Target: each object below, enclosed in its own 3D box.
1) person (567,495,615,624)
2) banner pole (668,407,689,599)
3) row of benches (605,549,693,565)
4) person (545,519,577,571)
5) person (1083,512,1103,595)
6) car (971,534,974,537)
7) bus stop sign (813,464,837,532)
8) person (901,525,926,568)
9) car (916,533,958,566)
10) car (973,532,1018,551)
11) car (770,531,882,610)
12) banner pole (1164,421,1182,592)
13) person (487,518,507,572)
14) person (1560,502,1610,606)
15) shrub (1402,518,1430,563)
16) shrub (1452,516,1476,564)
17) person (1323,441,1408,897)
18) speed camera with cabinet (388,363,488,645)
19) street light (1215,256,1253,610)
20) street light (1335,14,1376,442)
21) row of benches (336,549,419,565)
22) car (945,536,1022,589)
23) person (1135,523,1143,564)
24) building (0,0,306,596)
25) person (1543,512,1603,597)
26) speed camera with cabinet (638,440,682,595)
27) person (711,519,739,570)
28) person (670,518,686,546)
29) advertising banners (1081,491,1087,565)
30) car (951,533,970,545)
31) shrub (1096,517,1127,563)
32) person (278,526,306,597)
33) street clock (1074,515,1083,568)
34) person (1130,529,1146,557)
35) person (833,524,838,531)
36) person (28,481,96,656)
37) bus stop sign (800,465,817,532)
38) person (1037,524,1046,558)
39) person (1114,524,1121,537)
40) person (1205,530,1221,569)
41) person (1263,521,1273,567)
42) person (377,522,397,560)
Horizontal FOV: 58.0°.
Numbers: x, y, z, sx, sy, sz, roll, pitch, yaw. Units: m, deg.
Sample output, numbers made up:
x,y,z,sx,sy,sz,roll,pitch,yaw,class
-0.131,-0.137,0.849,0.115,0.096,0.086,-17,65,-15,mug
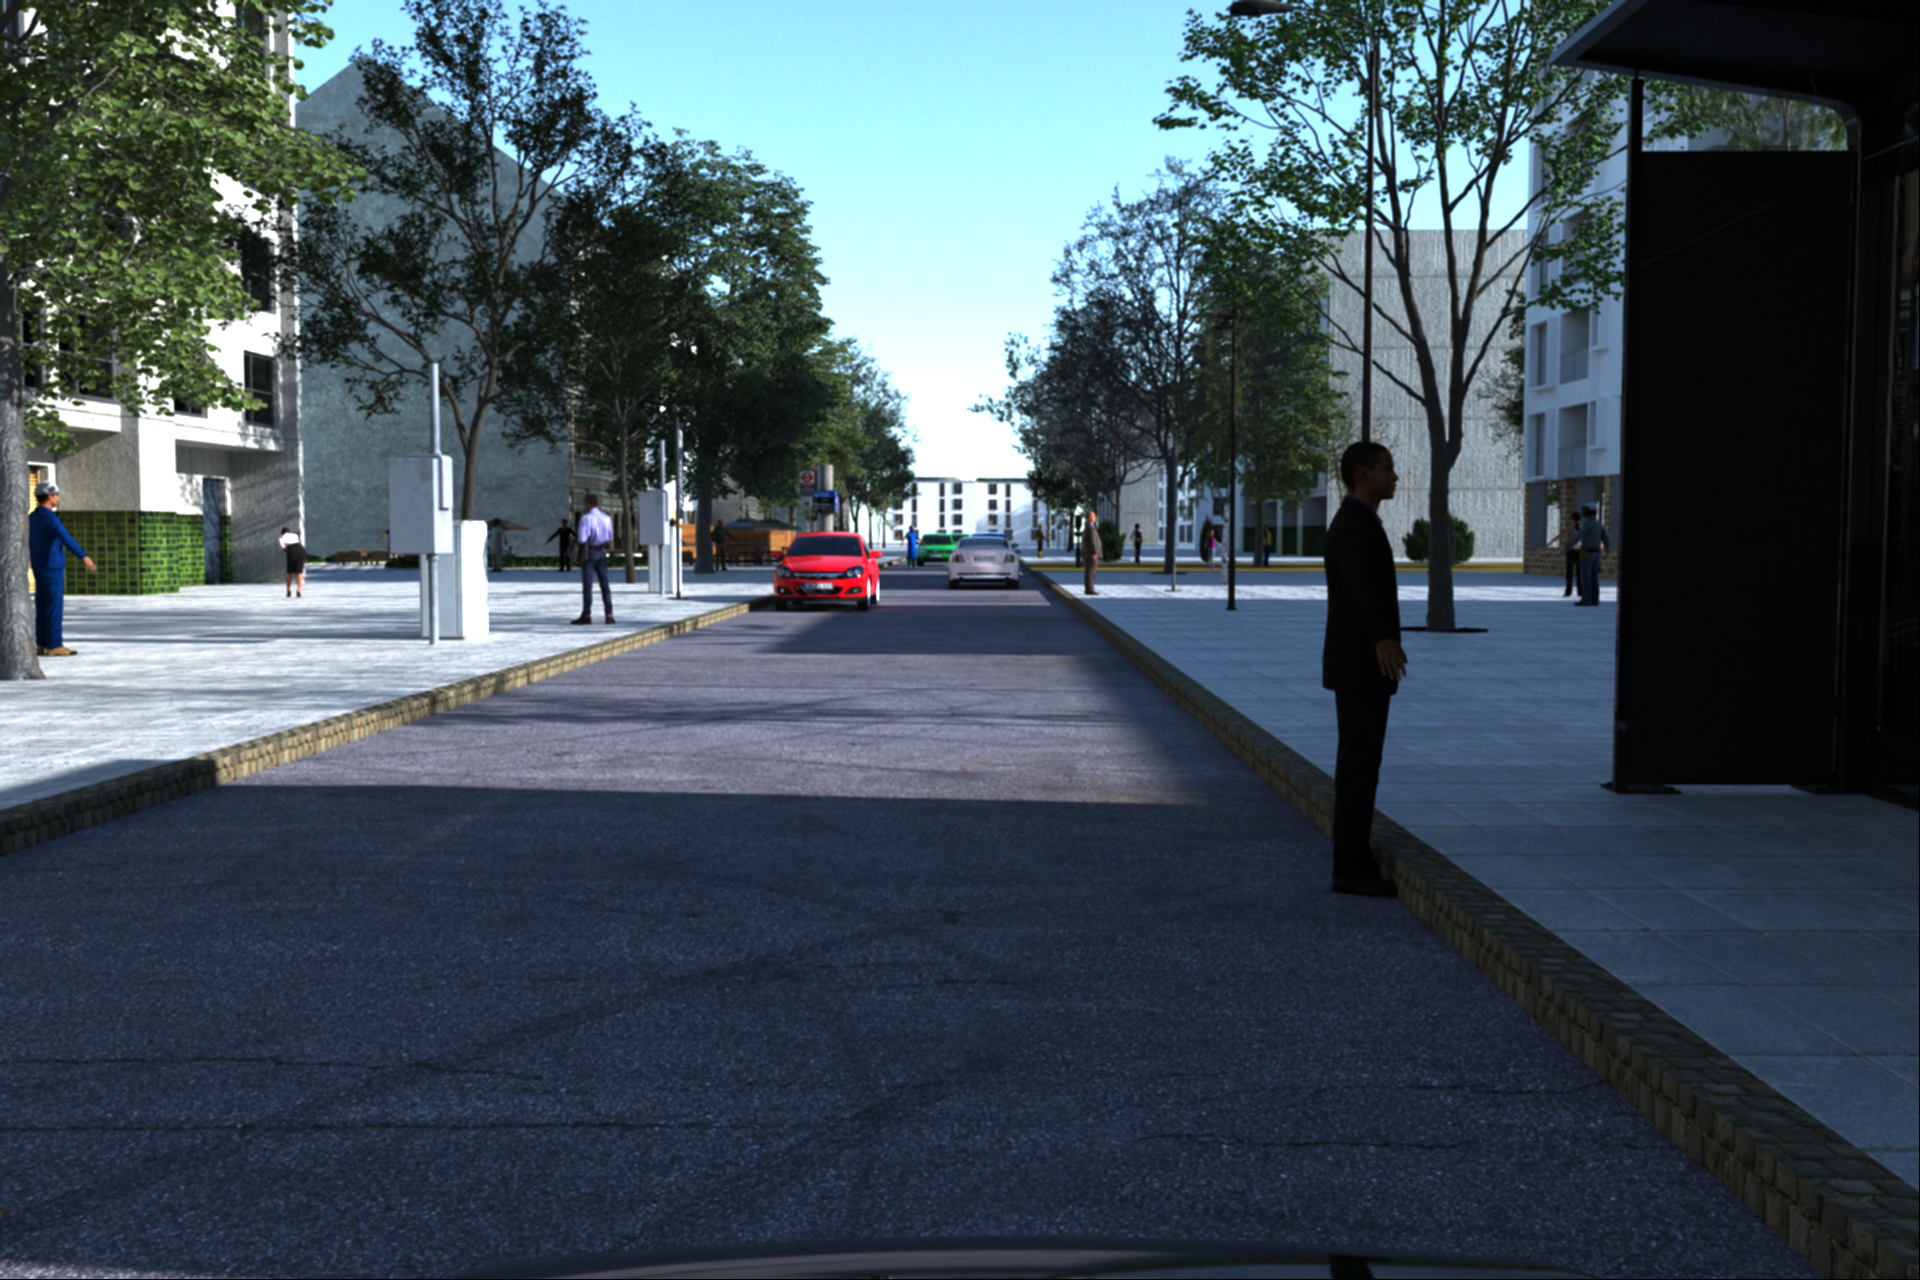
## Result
x,y,z,sx,sy,sz,roll,pitch,yaw,class
-5.273,-1.147,24.659,0.599,1.838,0.709,3,5,44,person
-5.560,-2.712,34.365,0.401,3.779,0.863,0,4,2,banner pole
-13.112,-3.423,71.436,4.104,0.672,1.422,0,4,-2,row of benches
-13.571,-3.254,59.388,1.347,1.806,0.705,1,4,15,person
2.813,-1.839,36.667,0.434,1.755,0.990,0,4,0,person
1.397,-6.667,120.802,2.131,1.459,4.920,0,4,1,car
-5.121,-4.695,65.777,0.837,3.901,0.837,0,4,2,bus stop sign
-2.045,-4.013,74.198,1.347,1.817,0.704,-3,5,-40,person
-1.036,-4.237,78.066,1.959,1.807,4.718,0,4,1,car
1.021,-3.028,59.092,1.945,1.707,3.694,0,4,1,car
-2.569,-1.517,33.838,2.155,1.783,4.494,0,4,1,car
4.761,-2.954,38.314,0.401,3.779,0.863,0,4,1,banner pole
-15.742,-3.220,58.736,1.344,1.819,0.704,3,4,38,person
11.255,-1.540,31.016,1.345,1.849,0.704,-2,4,-35,person
20.610,-4.486,77.396,1.661,2.075,1.752,0,3,0,shrub
21.133,-4.268,73.816,1.661,2.075,1.752,0,3,0,shrub
1.652,0.104,6.989,0.704,1.802,1.346,1,4,12,person
-6.275,-1.622,20.858,0.660,3.252,2.038,0,4,1,speed camera with cabinet
4.586,-3.443,29.088,0.468,5.910,1.993,0,4,1,street light
4.120,-2.608,15.175,1.470,5.913,1.316,0,4,1,street light
-23.701,-3.442,71.731,4.104,0.672,1.422,0,4,5,row of benches
0.624,-2.083,46.427,2.083,1.381,4.827,0,4,0,car
7.805,-4.186,75.162,0.721,1.740,1.216,1,4,14,person
-25.486,-9.938,28.944,16.747,18.905,31.486,0,3,0,building
12.617,-1.761,35.608,1.217,1.737,0.721,0,4,1,person
-6.445,-2.621,37.188,0.660,3.252,2.038,0,4,0,speed camera with cabinet
-8.470,-3.366,61.311,1.348,1.796,0.705,-2,4,-32,person
-8.711,-2.827,52.677,0.721,1.778,1.216,-3,5,-43,person
5.088,-4.590,71.232,0.090,3.025,2.074,0,4,-1,advertising banners
-0.101,-5.255,94.720,1.959,1.807,4.718,0,4,1,car
6.626,-4.490,77.834,1.690,2.028,1.600,0,3,0,shrub
-13.620,-1.595,35.302,0.799,1.438,0.628,1,4,19,person
4.465,-3.717,65.335,0.358,2.002,0.471,0,4,0,street clock
9.765,-5.457,95.409,0.705,1.806,1.347,-2,4,-32,person
-6.853,-5.502,95.740,0.705,1.856,1.354,0,4,0,person
-9.607,-0.760,18.311,1.347,1.842,0.705,2,4,34,person
-5.785,-4.800,67.181,0.855,3.939,0.416,0,4,1,bus stop sign
4.351,-5.331,93.294,0.704,1.812,1.346,1,4,21,person
8.004,-5.097,89.198,0.705,1.847,1.347,-2,4,-27,person
9.228,-3.304,63.280,0.599,1.433,0.991,-2,4,-27,person
11.952,-3.701,66.978,0.721,1.772,1.216,1,4,20,person
-22.963,-3.906,70.004,0.704,1.843,1.345,2,4,33,person
